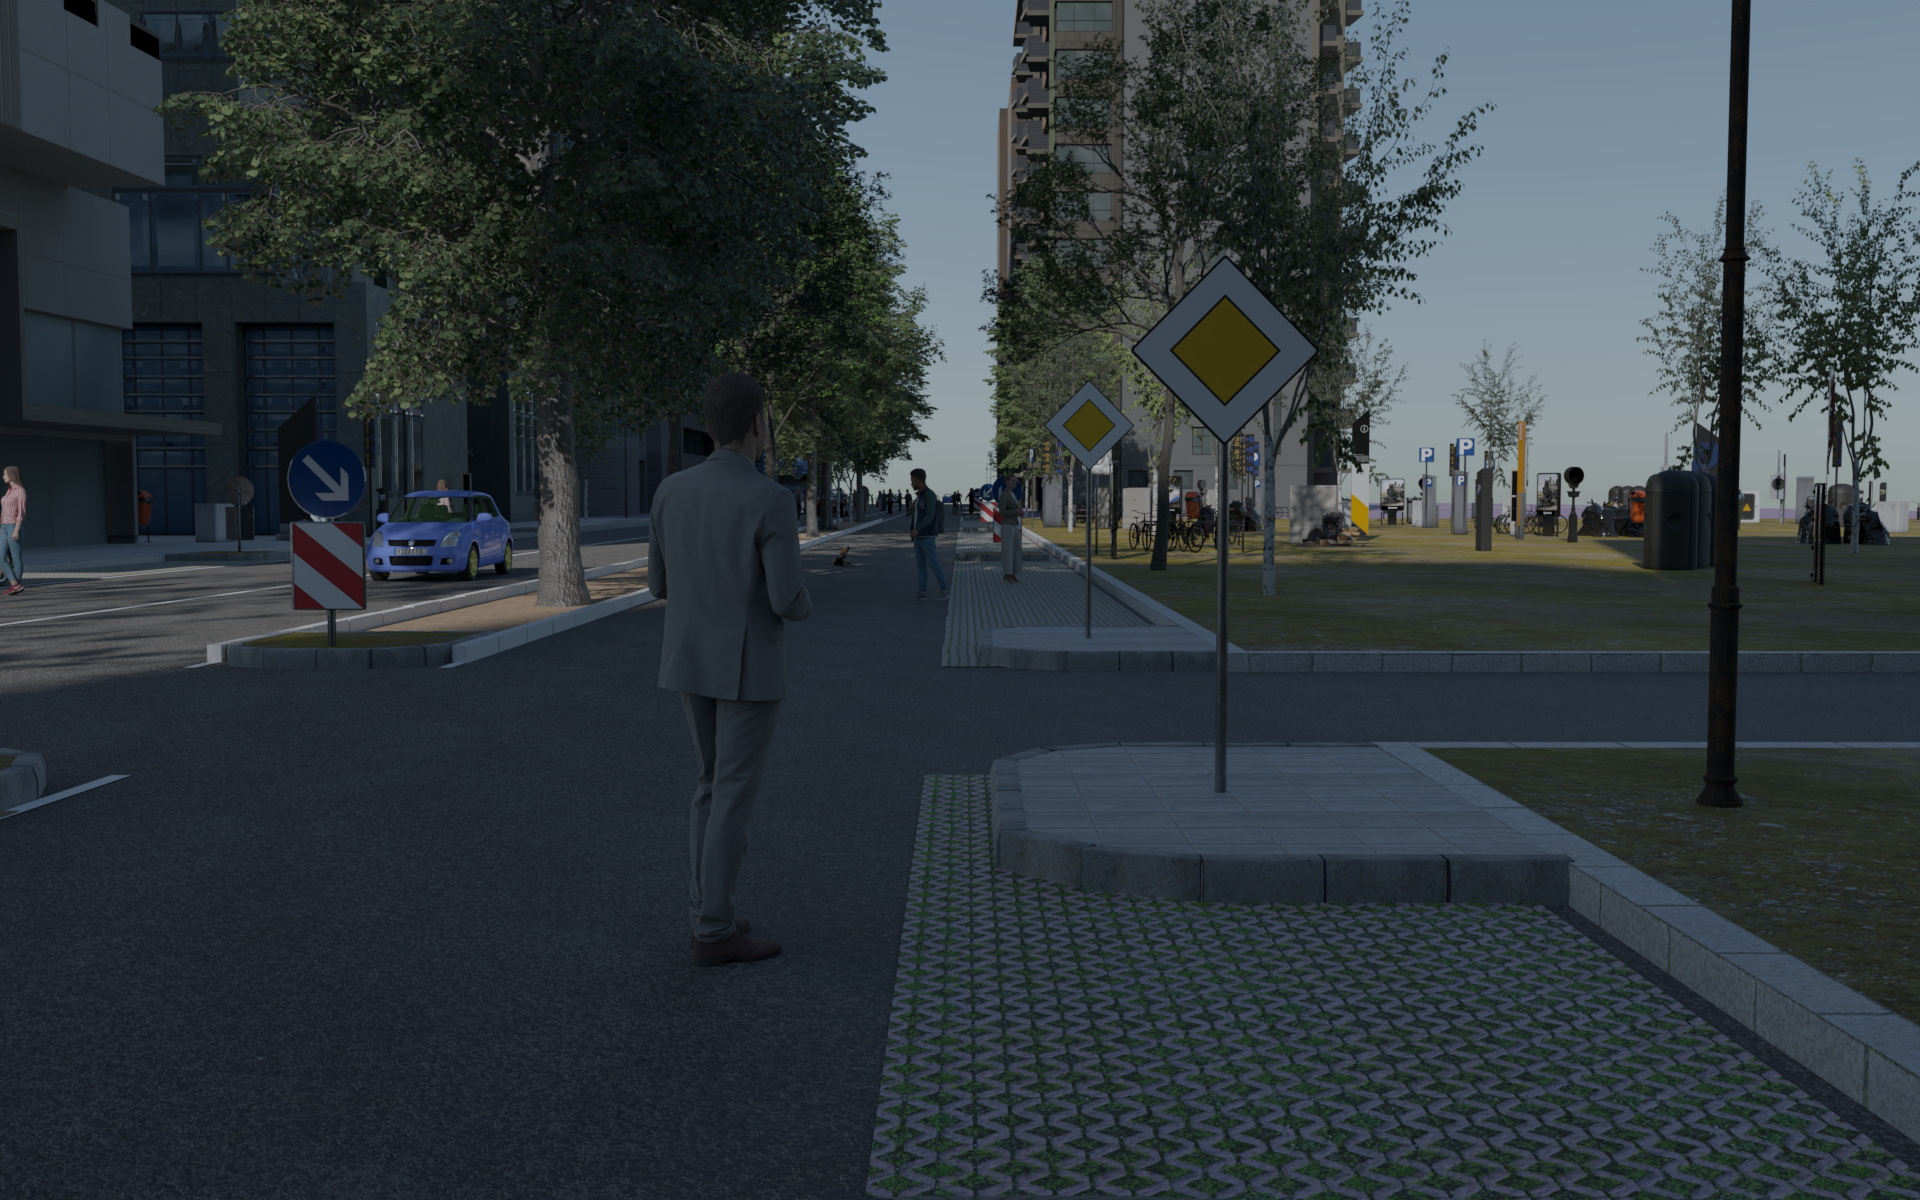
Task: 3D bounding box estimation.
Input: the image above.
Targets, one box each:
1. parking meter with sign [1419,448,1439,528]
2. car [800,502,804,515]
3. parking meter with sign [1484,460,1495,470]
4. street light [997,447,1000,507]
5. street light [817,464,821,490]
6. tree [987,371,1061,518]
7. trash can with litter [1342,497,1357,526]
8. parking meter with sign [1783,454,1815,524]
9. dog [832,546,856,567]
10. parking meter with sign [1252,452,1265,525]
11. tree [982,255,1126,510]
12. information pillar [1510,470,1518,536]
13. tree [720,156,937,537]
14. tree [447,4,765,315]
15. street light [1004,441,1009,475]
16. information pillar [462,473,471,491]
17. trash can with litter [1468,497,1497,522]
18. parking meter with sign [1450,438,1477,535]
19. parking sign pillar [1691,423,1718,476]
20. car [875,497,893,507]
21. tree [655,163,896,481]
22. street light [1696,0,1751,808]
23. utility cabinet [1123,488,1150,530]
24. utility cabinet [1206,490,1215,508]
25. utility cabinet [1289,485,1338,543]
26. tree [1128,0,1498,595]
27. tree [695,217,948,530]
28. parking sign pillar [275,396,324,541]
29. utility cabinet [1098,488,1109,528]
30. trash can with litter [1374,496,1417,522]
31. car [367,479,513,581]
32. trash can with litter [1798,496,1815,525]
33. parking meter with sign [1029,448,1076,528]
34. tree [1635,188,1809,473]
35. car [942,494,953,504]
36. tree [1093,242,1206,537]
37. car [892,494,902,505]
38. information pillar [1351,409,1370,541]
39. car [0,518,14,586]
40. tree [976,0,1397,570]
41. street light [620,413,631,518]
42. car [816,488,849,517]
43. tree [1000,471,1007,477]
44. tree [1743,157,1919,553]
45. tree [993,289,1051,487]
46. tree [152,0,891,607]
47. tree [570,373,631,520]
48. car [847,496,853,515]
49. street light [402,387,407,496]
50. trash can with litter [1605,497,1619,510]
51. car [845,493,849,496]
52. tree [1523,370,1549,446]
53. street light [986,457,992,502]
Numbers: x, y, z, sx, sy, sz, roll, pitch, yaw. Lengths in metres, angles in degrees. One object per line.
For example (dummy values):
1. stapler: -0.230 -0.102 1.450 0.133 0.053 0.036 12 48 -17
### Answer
1. parking meter with sign: 17.836 -4.247 65.700 0.543 3.016 1.738 2 4 25
2. car: -11.729 -6.517 118.916 2.083 1.381 4.827 0 4 -1
3. parking meter with sign: 26.620 -5.631 88.334 0.543 3.016 1.738 -1 4 -9
4. street light: 3.699 -11.813 165.928 0.468 5.910 1.993 0 4 0
5. street light: -17.530 -14.859 215.734 0.468 5.910 1.993 0 4 0
6. tree: 3.751 -8.640 91.619 4.737 8.622 4.395 0 3 0
7. trash can with litter: 15.155 -3.610 70.084 2.233 1.210 1.678 0 4 7
8. parking meter with sign: 36.534 -4.806 74.839 1.738 3.016 0.543 2 4 29
9. dog: -2.286 -0.871 34.434 0.550 0.427 0.748 0 4 6
10. parking meter with sign: 12.617 -4.683 72.823 0.543 3.016 1.738 2 4 30
11. tree: 4.398 -10.051 82.459 7.486 12.596 7.792 0 3 0
12. information pillar: 16.875 -2.932 52.423 0.304 2.012 0.304 -3 5 -41
13. tree: -4.815 -8.338 56.918 7.486 12.596 7.792 0 3 0
14. tree: -5.364 -5.772 31.236 8.767 10.594 7.601 0 4 0
15. street light: 3.443 -9.368 125.947 0.468 5.910 1.993 0 4 0
16. information pillar: -17.423 -3.469 61.209 0.304 2.012 0.304 -1 4 -13
17. trash can with litter: 23.692 -4.166 79.165 2.233 1.210 1.678 -1 4 -9
18. parking meter with sign: 15.842 -3.582 54.821 0.543 3.016 1.738 0 4 7
19. parking sign pillar: 28.203 -4.687 65.109 1.447 3.967 1.447 -3 4 -36
20. car: -8.522 -11.222 193.707 2.015 1.641 3.980 0 4 0
21. tree: -5.298 -7.310 47.739 9.928 11.665 9.643 0 3 0
22. street light: 3.144 -2.092 6.989 0.468 5.910 1.993 0 4 0
23. utility cabinet: 6.304 -3.261 62.002 0.318 1.500 1.173 -2 4 -34
24. utility cabinet: 13.037 -4.878 88.429 1.173 1.500 0.318 -3 5 -39
25. utility cabinet: 9.044 -2.177 44.265 1.173 1.500 0.318 1 4 23
26. tree: 4.115 -4.356 21.579 4.360 8.622 3.978 0 3 0
27. tree: -5.282 -9.076 67.851 9.611 12.733 9.660 0 3 0
28. parking sign pillar: -18.283 -3.648 48.109 1.447 3.967 1.447 1 4 23
29. utility cabinet: 5.484 -3.441 64.933 0.318 1.500 1.173 -2 4 -24
30. trash can with litter: 20.729 -4.409 83.143 1.678 1.210 2.233 3 4 39
31. car: -8.881 -1.229 29.691 1.945 1.707 3.694 0 4 -1
32. trash can with litter: 35.520 -3.700 71.556 2.233 1.210 1.678 -2 4 -27
33. parking meter with sign: 3.572 -4.292 66.434 1.738 3.016 0.543 -1 4 -14
34. tree: 18.553 -5.642 42.614 4.360 8.622 3.978 0 3 0
35. car: -1.556 -13.751 234.422 1.945 1.707 3.694 0 4 1
36. tree: 6.079 -6.200 51.732 4.737 8.622 4.395 0 3 0
37. car: -8.338 -12.846 221.824 2.131 1.459 4.920 0 4 -1
38. information pillar: 11.006 -3.438 47.560 0.504 3.616 0.183 0 4 5
39. car: -15.685 -1.012 25.348 1.959 1.807 4.718 0 3 0
40. tree: 3.688 -5.777 28.870 7.601 10.594 8.767 1 4 9
41. street light: -17.806 -7.305 92.221 0.468 5.910 1.993 0 4 0
42. car: -8.282 -6.262 111.058 2.281 1.827 5.304 0 4 1
43. tree: 3.629 -9.087 143.181 1.663 3.219 1.824 0 3 0
44. tree: 19.145 -5.313 37.227 4.737 8.622 4.395 0 3 0
45. tree: 3.479 -6.583 58.002 4.360 8.622 3.978 0 3 0
46. tree: -5.068 -6.883 21.656 9.857 13.997 8.962 0 3 0
47. tree: -18.631 -8.326 86.488 4.737 8.622 4.395 0 3 0
48. car: -8.111 -6.362 116.017 2.014 1.417 4.499 0 4 0
49. street light: -17.830 -5.065 55.601 0.468 5.910 1.993 0 4 0
50. trash can with litter: 23.752 -3.205 63.791 1.055 1.170 0.624 2 4 35
51. car: -12.860 -11.278 193.988 1.945 1.707 3.694 0 4 -1
52. tree: 25.682 -8.095 82.717 4.360 8.622 3.978 0 3 0
53. street light: 3.712 -14.499 209.853 0.468 5.910 1.993 0 4 0
